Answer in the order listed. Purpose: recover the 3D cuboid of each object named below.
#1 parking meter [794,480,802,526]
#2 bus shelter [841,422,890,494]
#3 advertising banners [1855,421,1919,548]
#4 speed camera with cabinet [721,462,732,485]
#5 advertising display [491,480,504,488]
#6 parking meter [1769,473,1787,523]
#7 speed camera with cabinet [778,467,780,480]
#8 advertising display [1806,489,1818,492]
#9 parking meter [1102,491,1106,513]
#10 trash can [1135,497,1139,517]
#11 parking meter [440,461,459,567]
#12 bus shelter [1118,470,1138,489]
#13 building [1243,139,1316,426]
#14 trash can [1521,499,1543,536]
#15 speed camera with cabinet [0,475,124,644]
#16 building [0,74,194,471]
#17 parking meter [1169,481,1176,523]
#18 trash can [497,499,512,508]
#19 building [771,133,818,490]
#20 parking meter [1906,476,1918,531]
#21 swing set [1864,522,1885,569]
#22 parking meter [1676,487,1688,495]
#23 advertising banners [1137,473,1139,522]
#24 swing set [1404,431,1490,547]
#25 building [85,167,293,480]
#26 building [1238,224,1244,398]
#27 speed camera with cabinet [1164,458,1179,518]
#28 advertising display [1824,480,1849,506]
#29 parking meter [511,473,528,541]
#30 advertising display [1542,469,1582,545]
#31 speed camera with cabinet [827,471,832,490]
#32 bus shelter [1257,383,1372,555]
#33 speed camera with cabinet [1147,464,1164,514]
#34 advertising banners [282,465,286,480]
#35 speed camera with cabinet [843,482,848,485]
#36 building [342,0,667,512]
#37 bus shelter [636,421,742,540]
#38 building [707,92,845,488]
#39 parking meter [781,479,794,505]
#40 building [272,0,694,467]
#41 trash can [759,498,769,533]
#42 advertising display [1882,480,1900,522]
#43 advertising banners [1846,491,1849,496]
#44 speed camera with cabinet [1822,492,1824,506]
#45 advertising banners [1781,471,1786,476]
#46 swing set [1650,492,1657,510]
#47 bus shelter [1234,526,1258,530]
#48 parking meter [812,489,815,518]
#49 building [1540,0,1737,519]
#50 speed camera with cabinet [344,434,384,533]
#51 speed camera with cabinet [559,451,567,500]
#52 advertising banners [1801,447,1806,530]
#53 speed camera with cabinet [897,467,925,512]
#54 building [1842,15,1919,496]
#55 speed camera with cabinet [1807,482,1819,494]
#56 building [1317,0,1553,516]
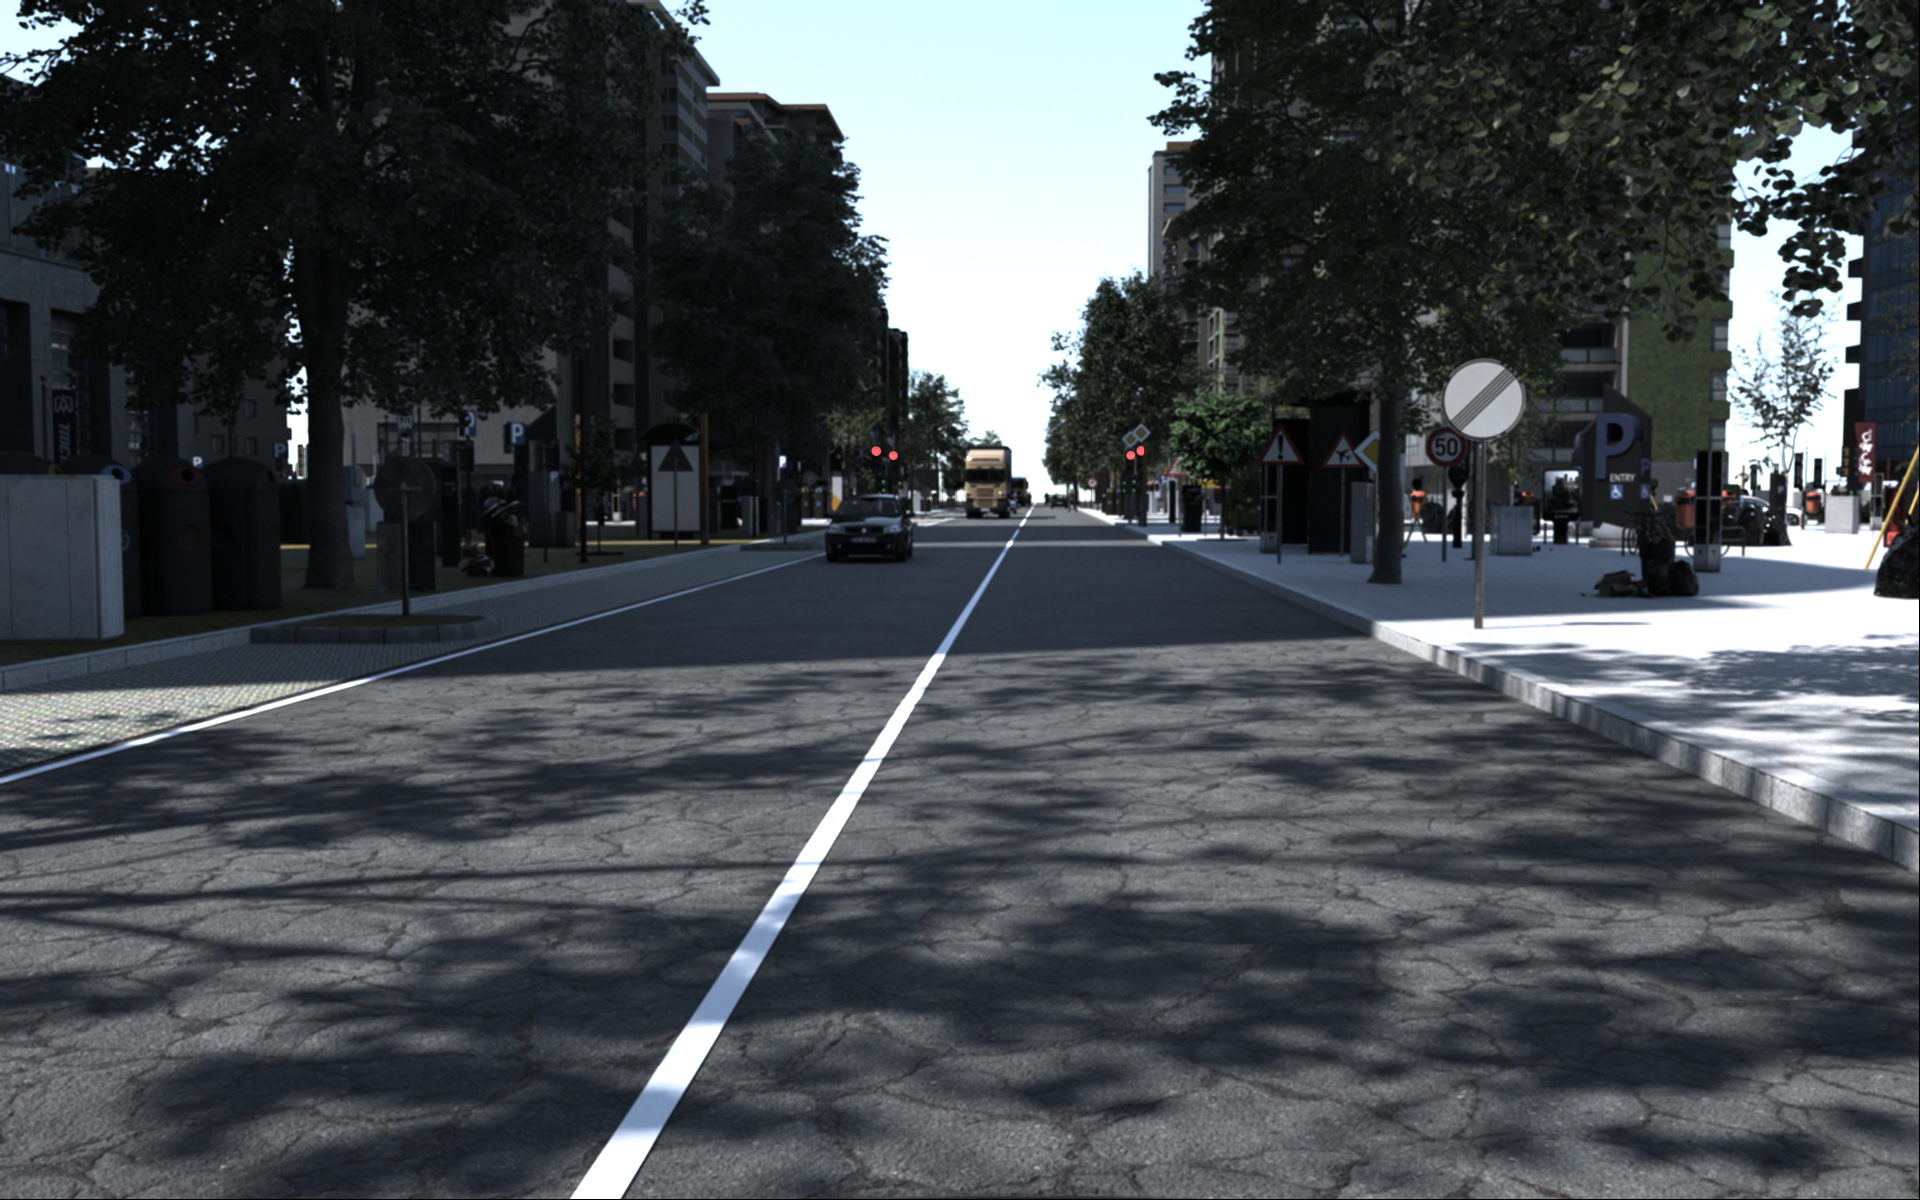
[{"bbox_3d":[-6.580,-3.920,69.808,0.255,1.863,0.399,-3,5,-43],"label":"parking meter"},{"bbox_3d":[-5.365,-7.421,98.972,2.179,5.291,8.768,0,4,3],"label":"bus shelter"},{"bbox_3d":[22.315,-2.755,41.227,0.090,3.025,2.074,-3,5,-39],"label":"advertising banners"},{"bbox_3d":[-14.230,-6.887,106.943,0.660,3.252,2.038,-1,4,-23],"label":"speed camera with cabinet"},{"bbox_3d":[-21.608,-4.632,80.948,0.123,1.923,0.974,1,4,17],"label":"advertising display"},{"bbox_3d":[22.691,-2.591,48.067,0.399,1.863,0.255,-1,4,-13],"label":"parking meter"},{"bbox_3d":[-12.311,-7.981,124.822,2.038,3.252,0.660,1,4,14],"label":"speed camera with cabinet"},{"bbox_3d":[71.904,-8.632,146.340,0.974,1.923,0.123,2,4,35],"label":"advertising display"},{"bbox_3d":[9.875,-6.734,118.513,0.372,1.533,0.369,0,3,0],"label":"parking meter"},{"bbox_3d":[9.483,-5.037,94.016,0.748,1.137,0.748,0,3,0],"label":"trash can"},{"bbox_3d":[-9.026,-1.523,30.609,0.255,1.863,0.399,-2,4,-23],"label":"parking meter"},{"bbox_3d":[13.689,-9.911,139.680,2.179,5.291,8.768,0,4,3],"label":"bus shelter"},{"bbox_3d":[31.666,-22.729,143.315,14.160,30.474,14.107,0,4,3],"label":"building"},{"bbox_3d":[17.556,-2.549,53.333,0.748,1.137,0.748,0,3,0],"label":"trash can"},{"bbox_3d":[-8.425,-1.262,14.965,2.038,3.252,0.660,0,4,-7],"label":"speed camera with cabinet"},{"bbox_3d":[-41.118,-44.721,43.855,31.000,86.520,22.319,0,4,3],"label":"building"},{"bbox_3d":[9.407,-4.339,76.652,0.255,1.863,0.399,1,4,14],"label":"parking meter"},{"bbox_3d":[-31.096,-6.481,117.618,0.748,1.137,0.748,0,3,0],"label":"trash can"},{"bbox_3d":[-30.328,-28.937,165.006,32.217,40.220,23.993,0,4,3],"label":"building"},{"bbox_3d":[25.201,-2.457,45.883,0.255,1.863,0.399,2,4,31],"label":"parking meter"},{"bbox_3d":[17.488,-1.915,28.925,3.119,2.851,2.862,-1,4,-23],"label":"swing set"},{"bbox_3d":[25.718,-3.260,61.717,0.372,1.533,0.369,0,3,0],"label":"parking meter"},{"bbox_3d":[8.161,-5.094,79.478,0.090,3.025,2.074,0,4,6],"label":"advertising banners"},{"bbox_3d":[11.533,-2.801,43.410,2.862,2.851,3.119,-1,4,-22],"label":"swing set"},{"bbox_3d":[-61.606,-16.037,107.245,28.899,21.520,27.650,0,4,3],"label":"building"},{"bbox_3d":[34.131,-24.332,169.527,14.160,30.474,14.107,0,4,3],"label":"building"},{"bbox_3d":[11.650,-6.139,94.707,0.660,3.252,2.038,0,4,5],"label":"speed camera with cabinet"},{"bbox_3d":[40.046,-4.523,79.158,0.974,1.923,0.123,3,5,44],"label":"advertising display"},{"bbox_3d":[-12.074,-2.553,47.453,0.399,1.863,0.255,3,4,38],"label":"parking meter"},{"bbox_3d":[15.385,-2.390,44.294,0.974,1.923,0.123,3,5,43],"label":"advertising display"},{"bbox_3d":[-11.475,-9.552,150.515,0.660,3.252,2.038,2,4,27],"label":"speed camera with cabinet"},{"bbox_3d":[8.062,-2.967,39.786,1.731,3.624,6.357,0,4,3],"label":"bus shelter"},{"bbox_3d":[12.766,-7.289,113.512,0.660,3.252,2.038,-2,4,-27],"label":"speed camera with cabinet"},{"bbox_3d":[-40.115,-6.570,103.610,0.090,3.025,2.074,0,4,0],"label":"advertising banners"},{"bbox_3d":[-8.330,-8.830,138.709,2.038,3.252,0.660,-1,4,-18],"label":"speed camera with cabinet"},{"bbox_3d":[-25.087,-19.945,97.803,14.160,30.474,14.107,0,4,3],"label":"building"},{"bbox_3d":[-7.838,-3.472,50.687,2.014,3.302,5.546,0,4,3],"label":"bus shelter"},{"bbox_3d":[-24.587,-32.835,191.470,22.147,44.769,28.867,0,4,3],"label":"building"},{"bbox_3d":[-6.581,-3.651,65.408,0.255,1.863,0.399,-3,4,-38],"label":"parking meter"},{"bbox_3d":[-32.726,-27.018,133.618,32.217,40.220,23.993,0,4,3],"label":"building"},{"bbox_3d":[-6.651,-2.778,57.070,0.748,1.137,0.748,0,3,0],"label":"trash can"},{"bbox_3d":[42.256,-4.507,78.911,0.123,1.923,0.974,-3,4,-38],"label":"advertising display"},{"bbox_3d":[32.788,-4.102,63.257,2.074,3.025,0.090,-3,5,-45],"label":"advertising banners"},{"bbox_3d":[60.601,-7.646,119.352,0.660,3.252,2.038,-3,5,-45],"label":"speed camera with cabinet"},{"bbox_3d":[61.766,-8.265,131.322,2.074,3.025,0.090,-1,4,-13],"label":"advertising banners"},{"bbox_3d":[24.047,-4.051,63.851,2.862,2.851,3.119,0,4,-6],"label":"swing set"},{"bbox_3d":[10.272,-4.016,59.581,2.014,3.302,5.546,0,4,3],"label":"bus shelter"},{"bbox_3d":[-7.924,-5.126,92.214,0.372,1.533,0.369,0,3,0],"label":"parking meter"},{"bbox_3d":[32.255,-25.073,93.540,14.086,41.232,14.154,0,4,3],"label":"building"},{"bbox_3d":[-19.889,-3.858,57.415,0.660,3.252,2.038,1,4,10],"label":"speed camera with cabinet"},{"bbox_3d":[-16.350,-4.545,68.638,2.038,3.252,0.660,0,4,0],"label":"speed camera with cabinet"},{"bbox_3d":[30.850,-4.109,63.372,0.090,3.025,2.074,2,4,23],"label":"advertising banners"},{"bbox_3d":[-3.594,-8.146,127.525,2.038,3.252,0.660,-1,4,-16],"label":"speed camera with cabinet"},{"bbox_3d":[58.817,-27.139,93.838,14.200,45.320,14.600,0,4,3],"label":"building"},{"bbox_3d":[63.095,-8.183,128.129,0.660,3.252,2.038,2,4,34],"label":"speed camera with cabinet"},{"bbox_3d":[31.730,-26.747,120.904,14.154,41.232,14.086,0,4,3],"label":"building"}]
